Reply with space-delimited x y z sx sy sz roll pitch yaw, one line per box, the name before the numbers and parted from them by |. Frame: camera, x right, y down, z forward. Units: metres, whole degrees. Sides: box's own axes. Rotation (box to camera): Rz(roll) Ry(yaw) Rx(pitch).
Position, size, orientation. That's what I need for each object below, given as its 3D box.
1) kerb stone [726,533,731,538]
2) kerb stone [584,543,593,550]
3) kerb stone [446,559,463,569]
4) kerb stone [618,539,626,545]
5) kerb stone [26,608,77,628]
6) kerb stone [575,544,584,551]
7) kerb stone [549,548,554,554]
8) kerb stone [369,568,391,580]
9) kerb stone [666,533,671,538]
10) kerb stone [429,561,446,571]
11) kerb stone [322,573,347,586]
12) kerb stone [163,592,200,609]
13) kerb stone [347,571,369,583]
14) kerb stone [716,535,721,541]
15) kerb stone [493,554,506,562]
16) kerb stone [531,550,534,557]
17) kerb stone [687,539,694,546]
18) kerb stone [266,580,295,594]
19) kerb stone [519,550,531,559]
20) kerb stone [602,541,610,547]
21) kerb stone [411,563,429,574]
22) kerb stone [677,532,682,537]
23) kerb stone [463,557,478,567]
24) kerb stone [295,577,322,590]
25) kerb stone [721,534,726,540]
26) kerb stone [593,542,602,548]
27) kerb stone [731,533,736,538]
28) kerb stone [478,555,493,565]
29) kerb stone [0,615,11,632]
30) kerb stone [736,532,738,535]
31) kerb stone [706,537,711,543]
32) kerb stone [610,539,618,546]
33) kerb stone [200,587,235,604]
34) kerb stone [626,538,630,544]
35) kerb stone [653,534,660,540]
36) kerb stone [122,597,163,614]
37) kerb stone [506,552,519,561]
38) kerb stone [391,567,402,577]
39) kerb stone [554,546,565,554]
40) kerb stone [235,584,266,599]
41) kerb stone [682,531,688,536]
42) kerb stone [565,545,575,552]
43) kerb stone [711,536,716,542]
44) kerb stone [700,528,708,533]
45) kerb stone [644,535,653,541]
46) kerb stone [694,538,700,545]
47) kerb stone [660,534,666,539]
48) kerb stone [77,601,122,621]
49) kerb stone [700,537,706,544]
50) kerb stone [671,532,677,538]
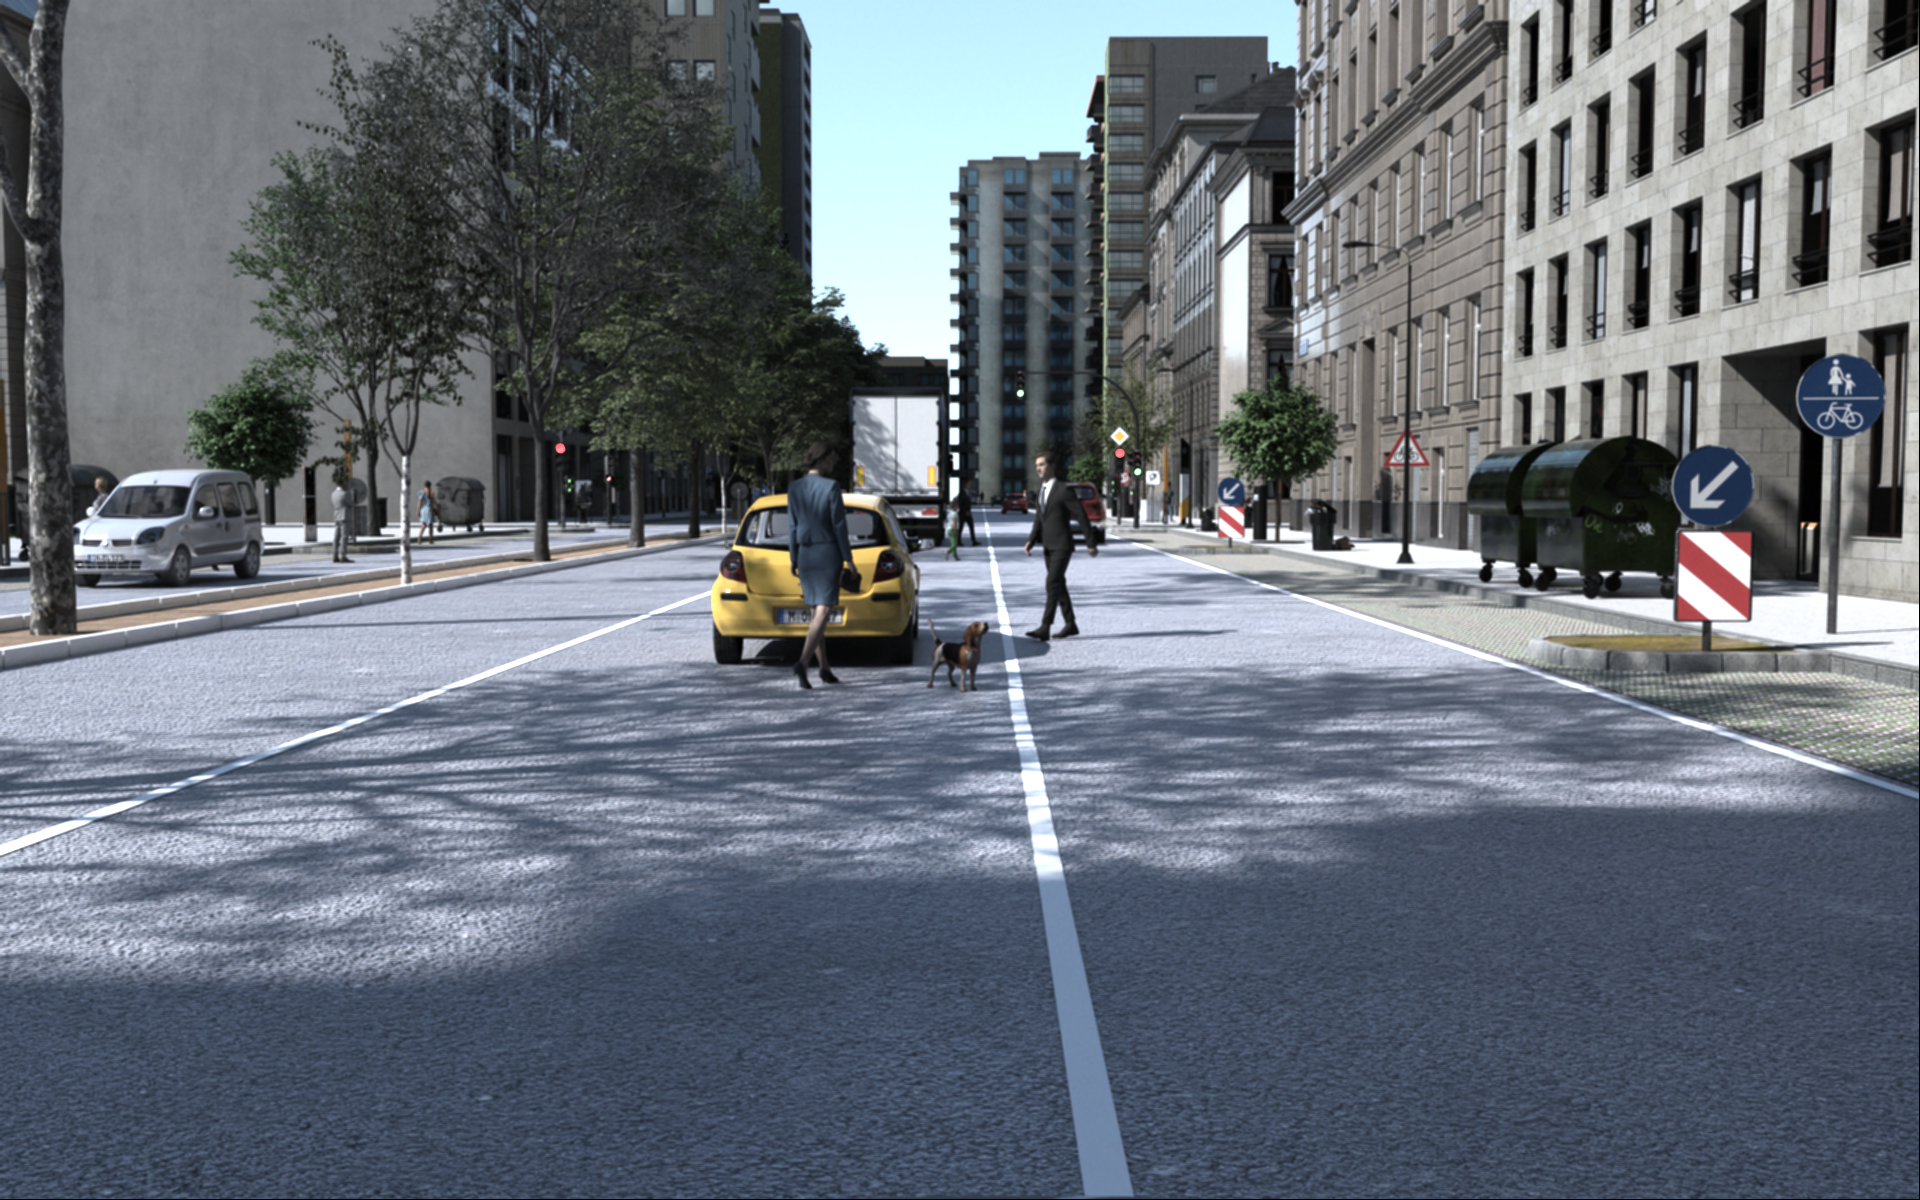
kerb stone | -7.440 -1.990 54.728 0.120 0.150 1.000 0 4 1
kerb stone | -9.666 -1.364 44.500 0.120 0.150 1.000 0 4 1
kerb stone | -9.802 -0.675 33.233 0.120 0.150 1.000 0 4 1
kerb stone | -9.616 -1.615 48.606 0.120 0.150 1.000 0 4 1
kerb stone | -9.974 0.209 18.866 0.120 0.150 1.000 0 4 1
kerb stone | -9.671 -1.302 43.478 0.120 0.150 1.000 0 4 1
kerb stone | -9.713 -1.114 40.412 0.120 0.150 1.000 0 4 1
kerb stone | -9.852 -0.424 29.134 0.120 0.150 1.000 0 4 1
kerb stone | -9.535 -2.054 55.785 0.120 0.150 1.000 0 4 1
kerb stone | -9.814 -0.608 32.200 0.120 0.150 1.000 0 4 1
kerb stone | -9.877 -0.298 27.089 0.120 0.150 1.000 0 4 1
kerb stone | -9.944 0.020 21.945 0.120 0.150 1.000 0 4 1
kerb stone | -9.865 -0.361 28.111 0.120 0.150 1.000 0 4 1
kerb stone | -7.471 -1.865 52.680 0.120 0.150 1.000 0 4 1
kerb stone | -9.766 -0.863 36.302 0.120 0.150 1.000 0 4 1
kerb stone | -9.721 -1.051 39.385 0.120 0.150 1.000 0 4 1
kerb stone | -7.530 -1.551 47.560 0.120 0.150 1.000 0 4 1
kerb stone | -9.902 -0.172 25.025 0.120 0.150 1.000 0 4 1
kerb stone | -9.737 -0.988 38.357 0.120 0.150 1.000 0 4 1
kerb stone | -9.640 -1.484 46.552 0.120 0.150 1.000 0 4 1
kerb stone | -9.831 -0.548 31.178 0.120 0.150 1.000 0 4 1
kerb stone | -9.504 -2.180 57.844 0.120 0.150 1.000 0 4 1
kerb stone | -9.786 -0.738 34.255 0.120 0.150 1.000 0 4 1
kerb stone | -9.895 -0.236 26.059 0.120 0.150 1.000 0 4 1
kerb stone | -7.458 -1.927 53.702 0.120 0.150 1.000 0 4 1
kerb stone | -9.654 -1.427 45.522 0.120 0.150 1.000 0 4 1
kerb stone | -7.425 -2.052 55.751 0.120 0.150 1.000 0 4 1
kerb stone | -9.771 -0.800 35.277 0.120 0.150 1.000 0 4 1
kerb stone | -9.988 0.267 17.844 0.120 0.150 1.000 0 4 1
kerb stone | -7.421 -2.115 56.782 0.120 0.150 1.000 0 4 1
kerb stone | -7.492 -1.736 50.632 0.120 0.150 1.000 0 4 1
kerb stone | -9.624 -1.546 47.573 0.120 0.150 1.000 0 4 1
kerb stone | -9.927 -0.047 22.967 0.120 0.150 1.000 0 4 1
kerb stone | -9.599 -1.678 49.636 0.120 0.150 1.000 0 4 1
kerb stone | -9.553 -1.929 53.738 0.120 0.150 1.000 0 4 1
kerb stone | -9.956 0.079 20.910 0.120 0.150 1.000 0 4 1
kerb stone | -9.745 -0.923 37.324 0.120 0.150 1.000 0 4 1
kerb stone | -9.836 -0.487 30.156 0.120 0.150 1.000 0 4 1
kerb stone | -9.696 -1.177 41.434 0.120 0.150 1.000 0 4 1
kerb stone | -9.912 -0.110 23.995 0.120 0.150 1.000 0 4 1
kerb stone | -9.485 -2.243 58.868 0.120 0.150 1.000 0 4 1
kerb stone | -9.685 -1.237 42.456 0.120 0.150 1.000 0 4 1
kerb stone | -7.489 -1.799 51.656 0.120 0.150 1.000 0 4 1
kerb stone | -9.430 -2.557 64.003 0.120 0.150 1.000 0 4 1
kerb stone | -9.569 -1.867 52.716 0.120 0.150 1.000 0 4 1
kerb stone | -7.515 -1.614 48.582 0.120 0.150 1.000 0 4 1
kerb stone | -9.542 -1.992 54.763 0.120 0.150 1.000 0 4 1
kerb stone | -9.958 0.146 19.888 0.120 0.150 1.000 0 4 1
kerb stone | -7.501 -1.673 49.610 0.120 0.150 1.000 0 4 1
kerb stone | -9.507 -2.118 56.818 0.120 0.150 1.000 0 4 1
